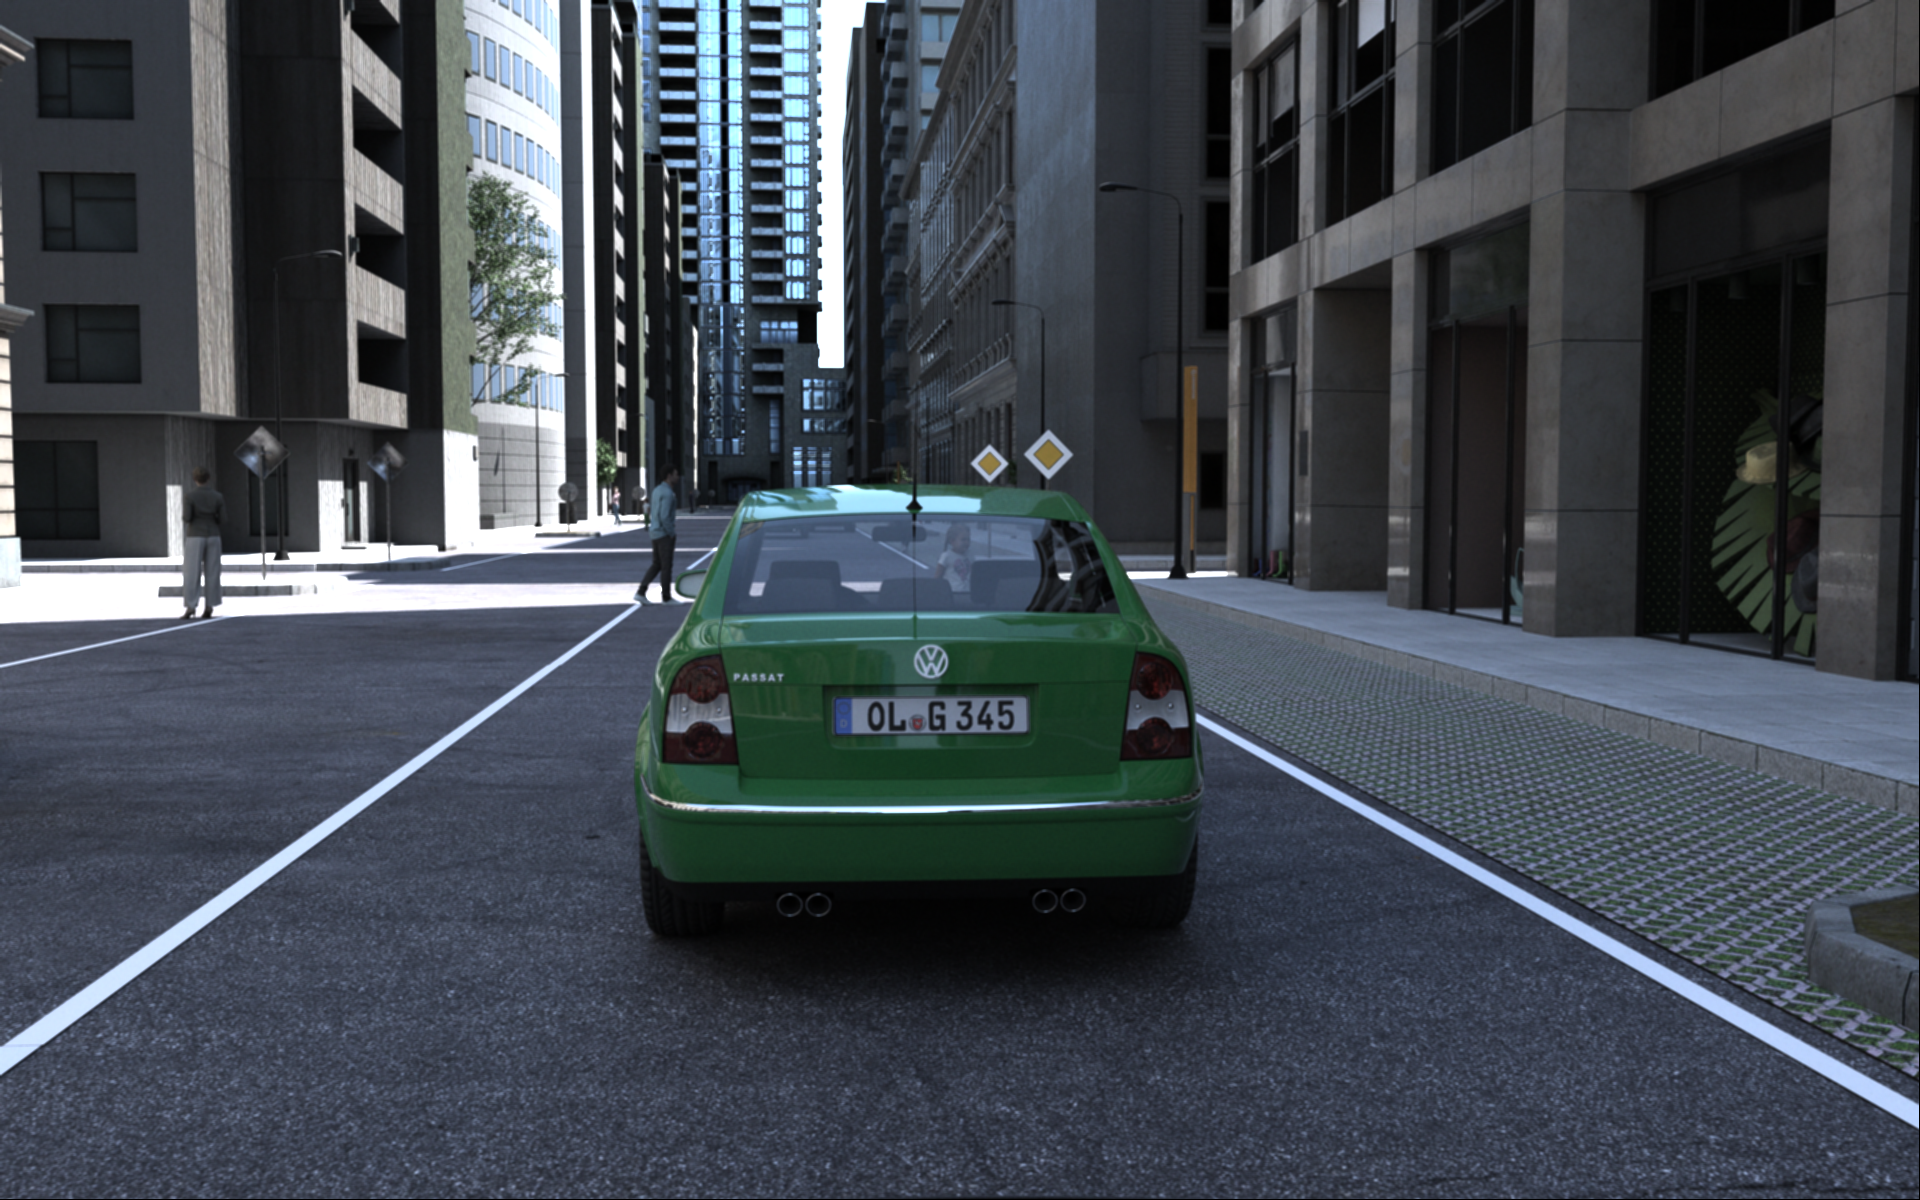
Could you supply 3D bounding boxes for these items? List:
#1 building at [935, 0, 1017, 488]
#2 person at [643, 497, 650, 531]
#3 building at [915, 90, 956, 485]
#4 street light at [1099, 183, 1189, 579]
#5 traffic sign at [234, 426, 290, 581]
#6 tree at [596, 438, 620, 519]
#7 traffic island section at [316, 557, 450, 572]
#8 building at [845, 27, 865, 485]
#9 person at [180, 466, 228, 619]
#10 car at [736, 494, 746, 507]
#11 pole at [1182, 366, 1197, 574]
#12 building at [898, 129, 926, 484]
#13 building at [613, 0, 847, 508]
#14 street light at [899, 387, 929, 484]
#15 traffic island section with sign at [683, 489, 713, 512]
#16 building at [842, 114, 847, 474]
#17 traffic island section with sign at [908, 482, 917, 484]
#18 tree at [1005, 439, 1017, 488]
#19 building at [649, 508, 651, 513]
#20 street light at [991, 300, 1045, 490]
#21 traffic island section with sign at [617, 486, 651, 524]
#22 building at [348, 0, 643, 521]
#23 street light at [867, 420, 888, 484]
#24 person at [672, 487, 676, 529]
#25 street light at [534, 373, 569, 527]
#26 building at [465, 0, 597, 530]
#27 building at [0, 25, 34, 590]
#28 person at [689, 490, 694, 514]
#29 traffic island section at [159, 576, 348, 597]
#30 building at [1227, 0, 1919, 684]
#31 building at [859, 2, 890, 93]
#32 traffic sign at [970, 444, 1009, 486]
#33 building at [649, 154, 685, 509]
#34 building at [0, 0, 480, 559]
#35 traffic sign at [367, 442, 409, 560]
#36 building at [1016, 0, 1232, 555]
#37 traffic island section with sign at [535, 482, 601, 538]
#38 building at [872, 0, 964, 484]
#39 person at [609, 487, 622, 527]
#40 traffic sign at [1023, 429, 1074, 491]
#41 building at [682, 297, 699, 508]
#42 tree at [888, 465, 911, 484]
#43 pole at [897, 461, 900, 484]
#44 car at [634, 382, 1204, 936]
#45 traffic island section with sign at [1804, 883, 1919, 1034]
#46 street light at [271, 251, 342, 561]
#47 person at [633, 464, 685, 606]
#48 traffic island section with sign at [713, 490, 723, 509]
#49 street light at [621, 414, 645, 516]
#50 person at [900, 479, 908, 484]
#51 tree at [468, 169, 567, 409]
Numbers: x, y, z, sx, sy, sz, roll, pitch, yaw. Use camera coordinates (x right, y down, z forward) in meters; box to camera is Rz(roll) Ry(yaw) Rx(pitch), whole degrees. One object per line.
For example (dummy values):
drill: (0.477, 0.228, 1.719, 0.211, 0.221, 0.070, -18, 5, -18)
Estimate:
building: (5.740, -13.799, 61.772, 11.583, 22.565, 21.152, 0, 4, -6)
person: (-12.077, -3.301, 66.723, 0.306, 1.304, 0.590, 0, 4, 7)
building: (3.418, -14.202, 81.361, 9.793, 20.994, 18.267, 0, 4, -6)
street light: (2.769, -3.274, 26.066, 1.470, 5.913, 1.316, 0, 4, -6)
traffic sign: (-10.286, -1.340, 25.549, 0.795, 2.450, 0.064, 0, 4, -6)
tree: (-19.528, -6.569, 91.117, 4.285, 4.588, 4.351, 0, 3, 0)
traffic island section: (-11.077, -0.690, 33.557, 2.009, 0.180, 2.903, 0, 4, -6)
building: (-0.508, -33.717, 174.979, 21.300, 48.544, 21.600, 0, 4, -6)
person: (-8.741, -0.668, 19.977, 0.519, 1.759, 0.362, -3, 5, -42)
car: (-17.681, -8.143, 144.943, 2.131, 1.459, 4.920, 0, 4, -5)
pole: (3.690, -2.076, 27.791, 0.158, 3.312, 0.155, 0, 3, 0)
building: (2.536, -16.604, 100.357, 11.050, 23.489, 19.941, 0, 4, -6)
building: (-29.096, -54.291, 200.324, 31.000, 86.520, 22.319, 0, 4, -6)
street light: (-1.935, -6.288, 75.356, 1.470, 5.913, 1.316, 0, 4, -6)
traffic island section with sign: (-20.602, -7.755, 135.425, 1.989, 1.847, 2.006, 0, 4, -6)
building: (-6.304, -33.674, 200.684, 14.200, 45.320, 14.600, 0, 4, -6)
traffic island section with sign: (-1.767, -3.091, 59.162, 1.989, 1.847, 2.006, 0, 4, -6)
tree: (1.903, -3.401, 50.212, 1.663, 3.219, 1.824, 0, 3, 0)
building: (-32.716, -49.464, 121.402, 22.319, 86.520, 31.000, 0, 4, -6)
street light: (1.448, -4.221, 41.561, 1.470, 5.913, 1.316, 0, 4, -6)
traffic island section with sign: (-15.733, -4.671, 85.006, 1.989, 1.847, 2.006, 0, 4, -6)
building: (-25.948, -20.098, 100.307, 14.160, 30.474, 14.107, 0, 4, -6)
street light: (-5.140, -8.349, 109.047, 1.470, 5.913, 1.316, 0, 4, -6)
person: (-11.124, -3.536, 66.535, 0.478, 1.798, 0.641, 2, 4, 28)
street light: (-15.733, -5.762, 66.745, 1.470, 5.913, 1.316, 0, 4, -6)
building: (-27.276, -32.299, 70.082, 21.231, 58.520, 28.212, 0, 4, -6)
building: (-29.277, -12.065, 16.353, 34.723, 24.649, 14.460, 0, 4, -6)
person: (-19.681, -7.181, 126.828, 0.530, 1.710, 0.541, 1, 4, 15)
traffic island section: (-10.309, -0.204, 25.609, 2.009, 0.180, 2.903, 0, 4, -6)
building: (15.379, -12.595, 10.447, 19.350, 26.468, 34.151, 0, 4, -6)
building: (-1.858, -31.002, 156.998, 14.600, 45.320, 14.200, 0, 4, -6)
traffic sign: (0.588, -1.893, 34.598, 0.795, 2.450, 0.064, 0, 4, -6)
building: (-30.894, -22.909, 146.262, 14.160, 30.474, 14.107, 0, 4, -6)
building: (-19.584, -16.373, 39.394, 14.160, 30.474, 14.107, 0, 4, -6)
traffic sign: (-11.055, -1.826, 33.497, 0.795, 2.450, 0.064, 0, 4, -6)
building: (17.092, -13.651, 42.264, 30.058, 24.678, 14.314, 0, 4, -6)
traffic island section with sign: (-13.120, -3.024, 58.078, 1.989, 1.847, 2.006, 0, 4, -6)
building: (5.381, -31.516, 134.898, 23.786, 49.044, 30.456, 0, 4, -6)
person: (-15.121, -4.108, 76.258, 0.643, 1.750, 0.593, -3, 4, -37)
traffic sign: (1.356, -1.407, 26.650, 0.795, 2.450, 0.064, 0, 4, -6)
building: (-40.997, -19.848, 169.556, 28.899, 21.520, 27.650, 0, 4, -6)
tree: (-4.173, -7.428, 116.047, 1.663, 3.219, 1.824, 0, 3, 0)
pole: (-3.813, -6.948, 107.437, 0.158, 3.312, 0.155, 0, 3, 0)
car: (-0.231, 0.108, 7.034, 1.959, 1.807, 4.718, 0, 4, -4)
traffic island section with sign: (3.510, 0.241, 4.682, 1.989, 1.847, 2.006, 0, 4, -6)
street light: (-12.502, -3.709, 33.175, 1.470, 5.913, 1.316, 0, 4, -6)
person: (-3.876, -0.840, 22.256, 0.620, 1.820, 0.660, -2, 4, -31)
traffic island section with sign: (-23.194, -9.396, 162.256, 1.989, 1.847, 2.006, 0, 4, -6)
street light: (-18.904, -7.803, 100.113, 1.470, 5.913, 1.316, 0, 4, -6)
person: (-1.433, -2.061, 42.383, 0.709, 1.800, 0.728, -1, 4, -9)
tree: (-15.554, -7.743, 52.355, 9.928, 11.665, 9.643, 0, 3, 0)
